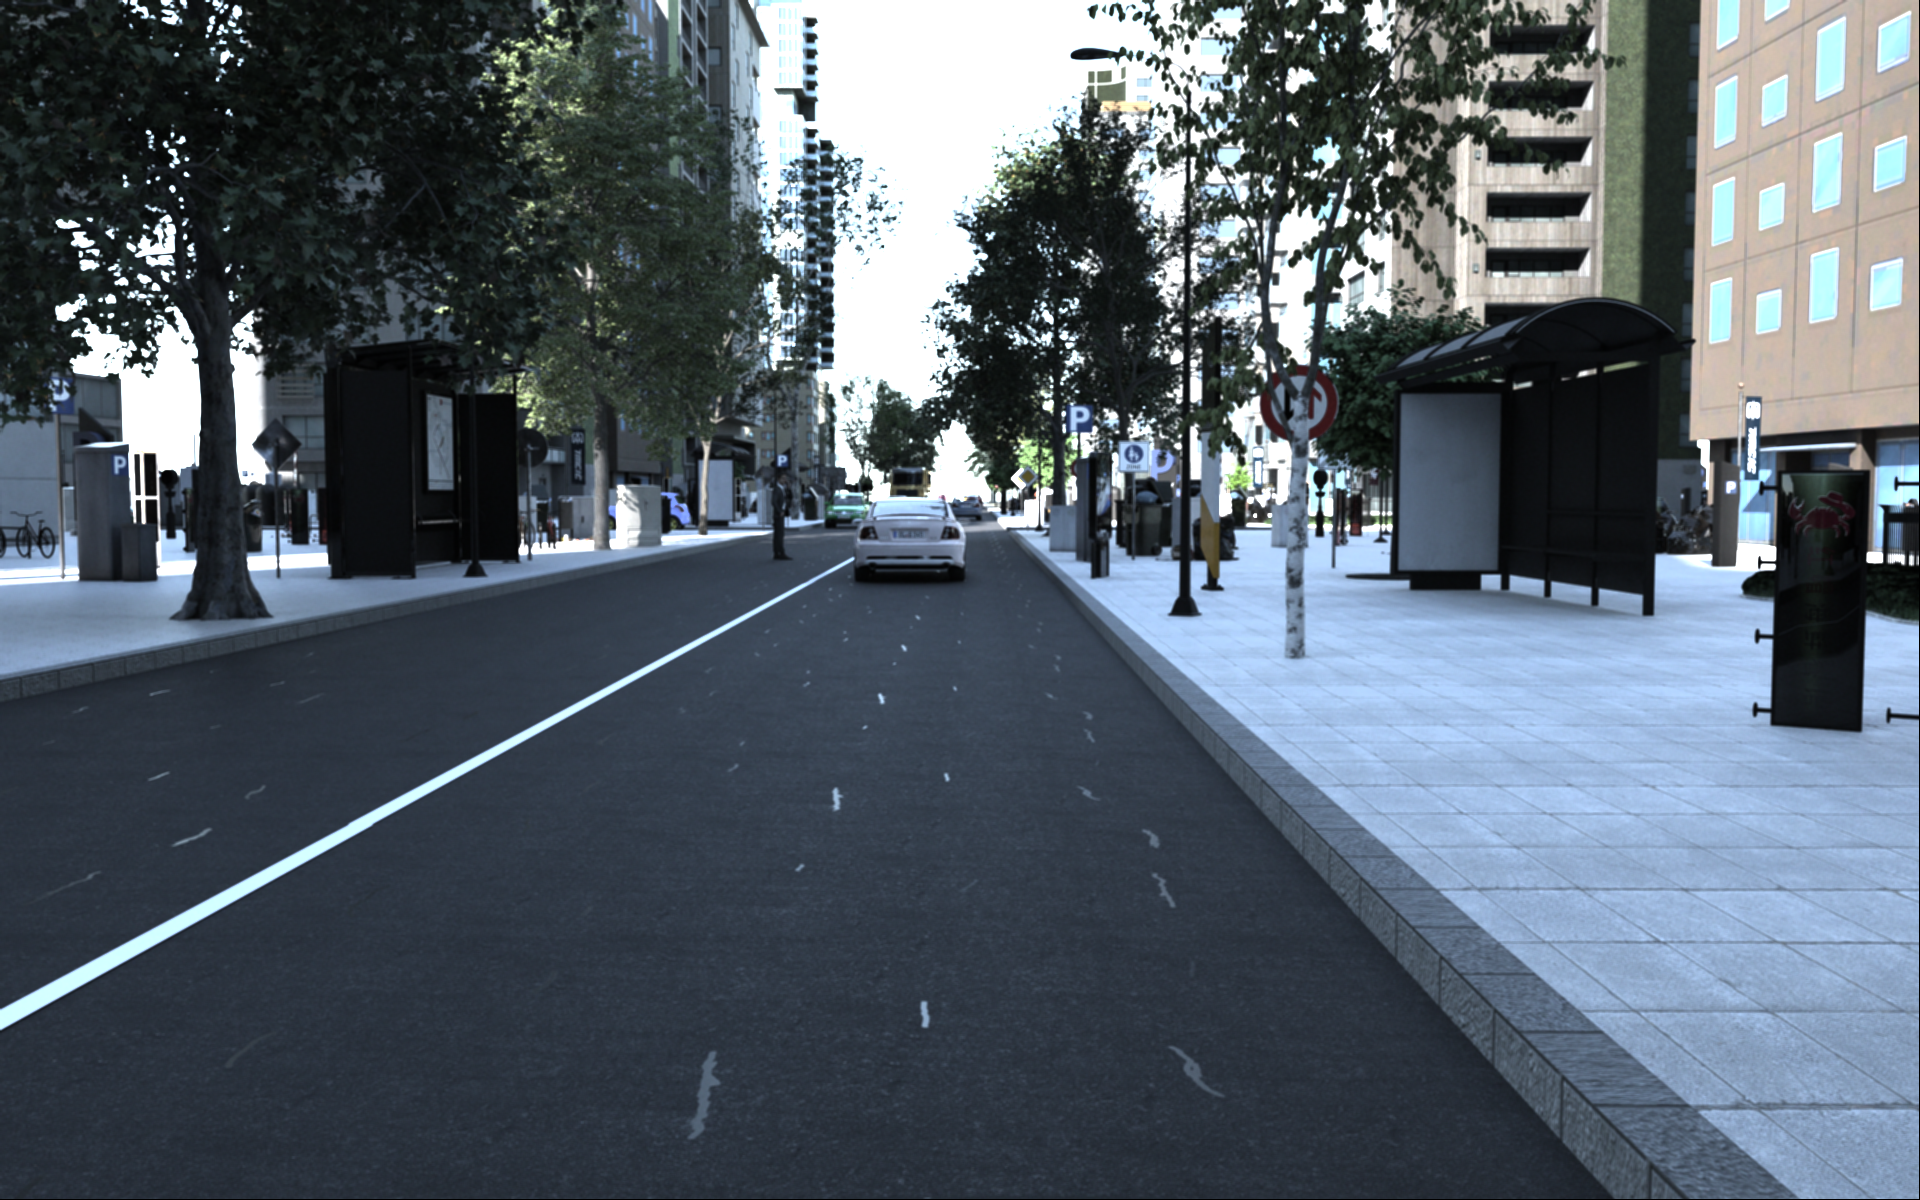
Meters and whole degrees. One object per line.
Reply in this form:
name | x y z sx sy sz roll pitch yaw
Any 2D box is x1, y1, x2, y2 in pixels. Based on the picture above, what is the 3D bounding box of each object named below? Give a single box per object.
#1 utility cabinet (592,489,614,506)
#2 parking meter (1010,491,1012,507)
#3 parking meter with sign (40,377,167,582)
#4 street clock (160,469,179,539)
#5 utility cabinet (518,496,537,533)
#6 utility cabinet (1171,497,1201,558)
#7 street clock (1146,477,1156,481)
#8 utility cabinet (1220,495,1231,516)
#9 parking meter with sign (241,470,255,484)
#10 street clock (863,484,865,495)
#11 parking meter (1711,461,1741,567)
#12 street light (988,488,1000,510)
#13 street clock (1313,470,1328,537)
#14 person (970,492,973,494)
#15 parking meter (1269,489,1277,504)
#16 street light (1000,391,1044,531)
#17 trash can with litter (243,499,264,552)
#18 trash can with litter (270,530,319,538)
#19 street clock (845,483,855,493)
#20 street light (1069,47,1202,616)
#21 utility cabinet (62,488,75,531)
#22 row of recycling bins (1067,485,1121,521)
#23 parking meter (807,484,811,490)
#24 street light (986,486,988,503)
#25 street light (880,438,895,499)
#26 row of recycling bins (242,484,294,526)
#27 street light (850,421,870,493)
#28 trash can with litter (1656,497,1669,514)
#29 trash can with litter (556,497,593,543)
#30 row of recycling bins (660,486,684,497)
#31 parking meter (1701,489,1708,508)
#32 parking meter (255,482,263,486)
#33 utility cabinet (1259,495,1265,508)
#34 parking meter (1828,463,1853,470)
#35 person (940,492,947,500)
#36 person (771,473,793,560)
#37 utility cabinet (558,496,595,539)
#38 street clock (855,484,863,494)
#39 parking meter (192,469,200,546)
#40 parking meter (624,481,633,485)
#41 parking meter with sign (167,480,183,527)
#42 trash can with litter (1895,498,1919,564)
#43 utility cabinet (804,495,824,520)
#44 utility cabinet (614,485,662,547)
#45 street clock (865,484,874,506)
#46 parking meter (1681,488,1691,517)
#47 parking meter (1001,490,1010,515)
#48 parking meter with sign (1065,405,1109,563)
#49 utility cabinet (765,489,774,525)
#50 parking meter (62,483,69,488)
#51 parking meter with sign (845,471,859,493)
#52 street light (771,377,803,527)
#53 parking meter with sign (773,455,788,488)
utility cabinet | -15.324 -4.058 75.027 1.173 1.500 0.318 -1 4 -18
parking meter | 3.951 -7.927 138.009 0.372 1.533 0.369 0 3 0
parking meter with sign | -12.705 -1.798 25.653 1.738 3.016 0.543 1 4 20
street clock | -22.740 -2.771 49.870 0.471 2.002 0.358 1 4 19
utility cabinet | -14.317 -2.790 56.775 1.020 1.237 0.306 2 4 33
utility cabinet | 4.586 -1.453 34.911 0.306 1.237 1.020 2 4 30
street clock | 8.117 -4.233 73.785 0.471 2.002 0.358 2 4 23
utility cabinet | 15.290 -5.349 98.615 1.020 1.237 0.306 0 4 1
parking meter with sign | -56.086 -8.594 136.764 0.543 3.016 1.738 -3 5 -45
street clock | -6.947 -7.467 126.658 0.471 2.002 0.358 -1 4 -17
parking meter | 13.490 -1.516 30.493 0.399 1.863 0.255 -1 4 -12
street light | 2.548 -7.848 100.853 1.470 5.913 1.316 0 4 0
street clock | 10.789 -2.894 51.888 0.358 2.002 0.471 -1 4 -23
person | 1.666 -15.845 267.439 0.709 1.838 0.599 -3 4 -39
parking meter | 16.346 -5.017 90.440 0.372 1.533 0.369 0 3 0
street light | 2.201 -5.325 59.611 1.470 5.913 1.316 0 4 0
trash can with litter | -15.923 -1.641 38.212 1.055 1.170 0.624 -1 4 -10
trash can with litter | -19.685 -2.484 51.672 1.678 1.210 2.233 -1 4 -21
street clock | -7.345 -6.708 114.246 0.471 2.002 0.358 -1 4 -19
street light | 1.839 -2.791 18.171 1.470 5.913 1.316 0 4 0
utility cabinet | -29.801 -3.068 58.843 1.173 1.500 0.318 -3 4 -36
row of recycling bins | 6.331 -4.647 83.097 3.534 1.692 1.069 -3 4 -37
parking meter | -8.681 -5.812 100.745 0.399 1.863 0.255 3 4 38
street light | 2.847 -10.418 142.880 1.470 5.913 1.316 0 4 0
street light | -6.080 -10.522 144.581 1.470 5.913 1.316 0 4 0
row of recycling bins | -28.111 -3.833 69.775 3.534 1.692 1.069 2 4 30
street light | -6.366 -8.376 109.489 1.470 5.913 1.316 0 4 0
trash can with litter | 23.901 -2.904 58.871 0.624 1.170 1.055 0 4 4
trash can with litter | -10.305 -2.183 46.754 1.678 1.210 2.233 2 4 27
row of recycling bins | -16.211 -5.103 90.541 3.534 1.692 1.069 0 4 -5
parking meter | 38.865 -5.022 90.519 0.372 1.533 0.369 0 3 0
parking meter | -34.327 -4.844 84.917 0.255 1.863 0.399 2 4 27
utility cabinet | 15.558 -4.775 89.237 0.306 1.237 1.020 1 4 13
parking meter | 16.536 -1.642 32.557 0.255 1.863 0.399 -2 4 -30
person | -2.261 -13.680 232.850 0.721 1.739 1.217 3 5 44
person | -3.885 -1.843 38.002 0.474 1.900 0.648 0 4 -2
utility cabinet | -11.059 -2.375 50.000 1.020 1.237 0.306 0 4 -1
street clock | -7.486 -7.394 125.454 0.471 2.002 0.358 -1 4 -16
parking meter | -17.798 -2.141 40.716 0.255 1.863 0.399 3 4 38
parking meter | -15.045 -4.455 78.555 0.399 1.863 0.255 0 4 3
parking meter with sign | -31.163 -4.368 67.685 1.738 3.016 0.543 0 4 -3
trash can with litter | 15.892 -1.090 28.883 1.678 1.210 2.233 1 4 15
utility cabinet | -7.349 -4.651 87.207 1.020 1.237 0.306 1 4 15
utility cabinet | -7.796 -2.047 42.155 0.318 1.500 1.173 3 4 38
street clock | -6.425 -7.390 125.389 0.358 2.002 0.471 1 4 18
parking meter | 29.150 -3.739 69.544 0.372 1.533 0.369 0 3 0
parking meter | 2.747 -6.115 108.394 0.372 1.533 0.369 0 3 0
parking meter with sign | 2.477 -2.253 33.101 0.543 3.016 1.738 -1 4 -11
utility cabinet | -7.730 -3.866 71.893 0.318 1.500 1.173 1 4 12
parking meter | -45.657 -5.050 88.285 0.399 1.863 0.255 0 4 2
parking meter with sign | -8.118 -8.364 133.015 1.738 3.016 0.543 2 4 32
street light | -6.710 -5.840 68.027 1.470 5.913 1.316 0 4 0
parking meter with sign | -8.079 -4.960 77.361 0.543 3.016 1.738 -1 4 -16
